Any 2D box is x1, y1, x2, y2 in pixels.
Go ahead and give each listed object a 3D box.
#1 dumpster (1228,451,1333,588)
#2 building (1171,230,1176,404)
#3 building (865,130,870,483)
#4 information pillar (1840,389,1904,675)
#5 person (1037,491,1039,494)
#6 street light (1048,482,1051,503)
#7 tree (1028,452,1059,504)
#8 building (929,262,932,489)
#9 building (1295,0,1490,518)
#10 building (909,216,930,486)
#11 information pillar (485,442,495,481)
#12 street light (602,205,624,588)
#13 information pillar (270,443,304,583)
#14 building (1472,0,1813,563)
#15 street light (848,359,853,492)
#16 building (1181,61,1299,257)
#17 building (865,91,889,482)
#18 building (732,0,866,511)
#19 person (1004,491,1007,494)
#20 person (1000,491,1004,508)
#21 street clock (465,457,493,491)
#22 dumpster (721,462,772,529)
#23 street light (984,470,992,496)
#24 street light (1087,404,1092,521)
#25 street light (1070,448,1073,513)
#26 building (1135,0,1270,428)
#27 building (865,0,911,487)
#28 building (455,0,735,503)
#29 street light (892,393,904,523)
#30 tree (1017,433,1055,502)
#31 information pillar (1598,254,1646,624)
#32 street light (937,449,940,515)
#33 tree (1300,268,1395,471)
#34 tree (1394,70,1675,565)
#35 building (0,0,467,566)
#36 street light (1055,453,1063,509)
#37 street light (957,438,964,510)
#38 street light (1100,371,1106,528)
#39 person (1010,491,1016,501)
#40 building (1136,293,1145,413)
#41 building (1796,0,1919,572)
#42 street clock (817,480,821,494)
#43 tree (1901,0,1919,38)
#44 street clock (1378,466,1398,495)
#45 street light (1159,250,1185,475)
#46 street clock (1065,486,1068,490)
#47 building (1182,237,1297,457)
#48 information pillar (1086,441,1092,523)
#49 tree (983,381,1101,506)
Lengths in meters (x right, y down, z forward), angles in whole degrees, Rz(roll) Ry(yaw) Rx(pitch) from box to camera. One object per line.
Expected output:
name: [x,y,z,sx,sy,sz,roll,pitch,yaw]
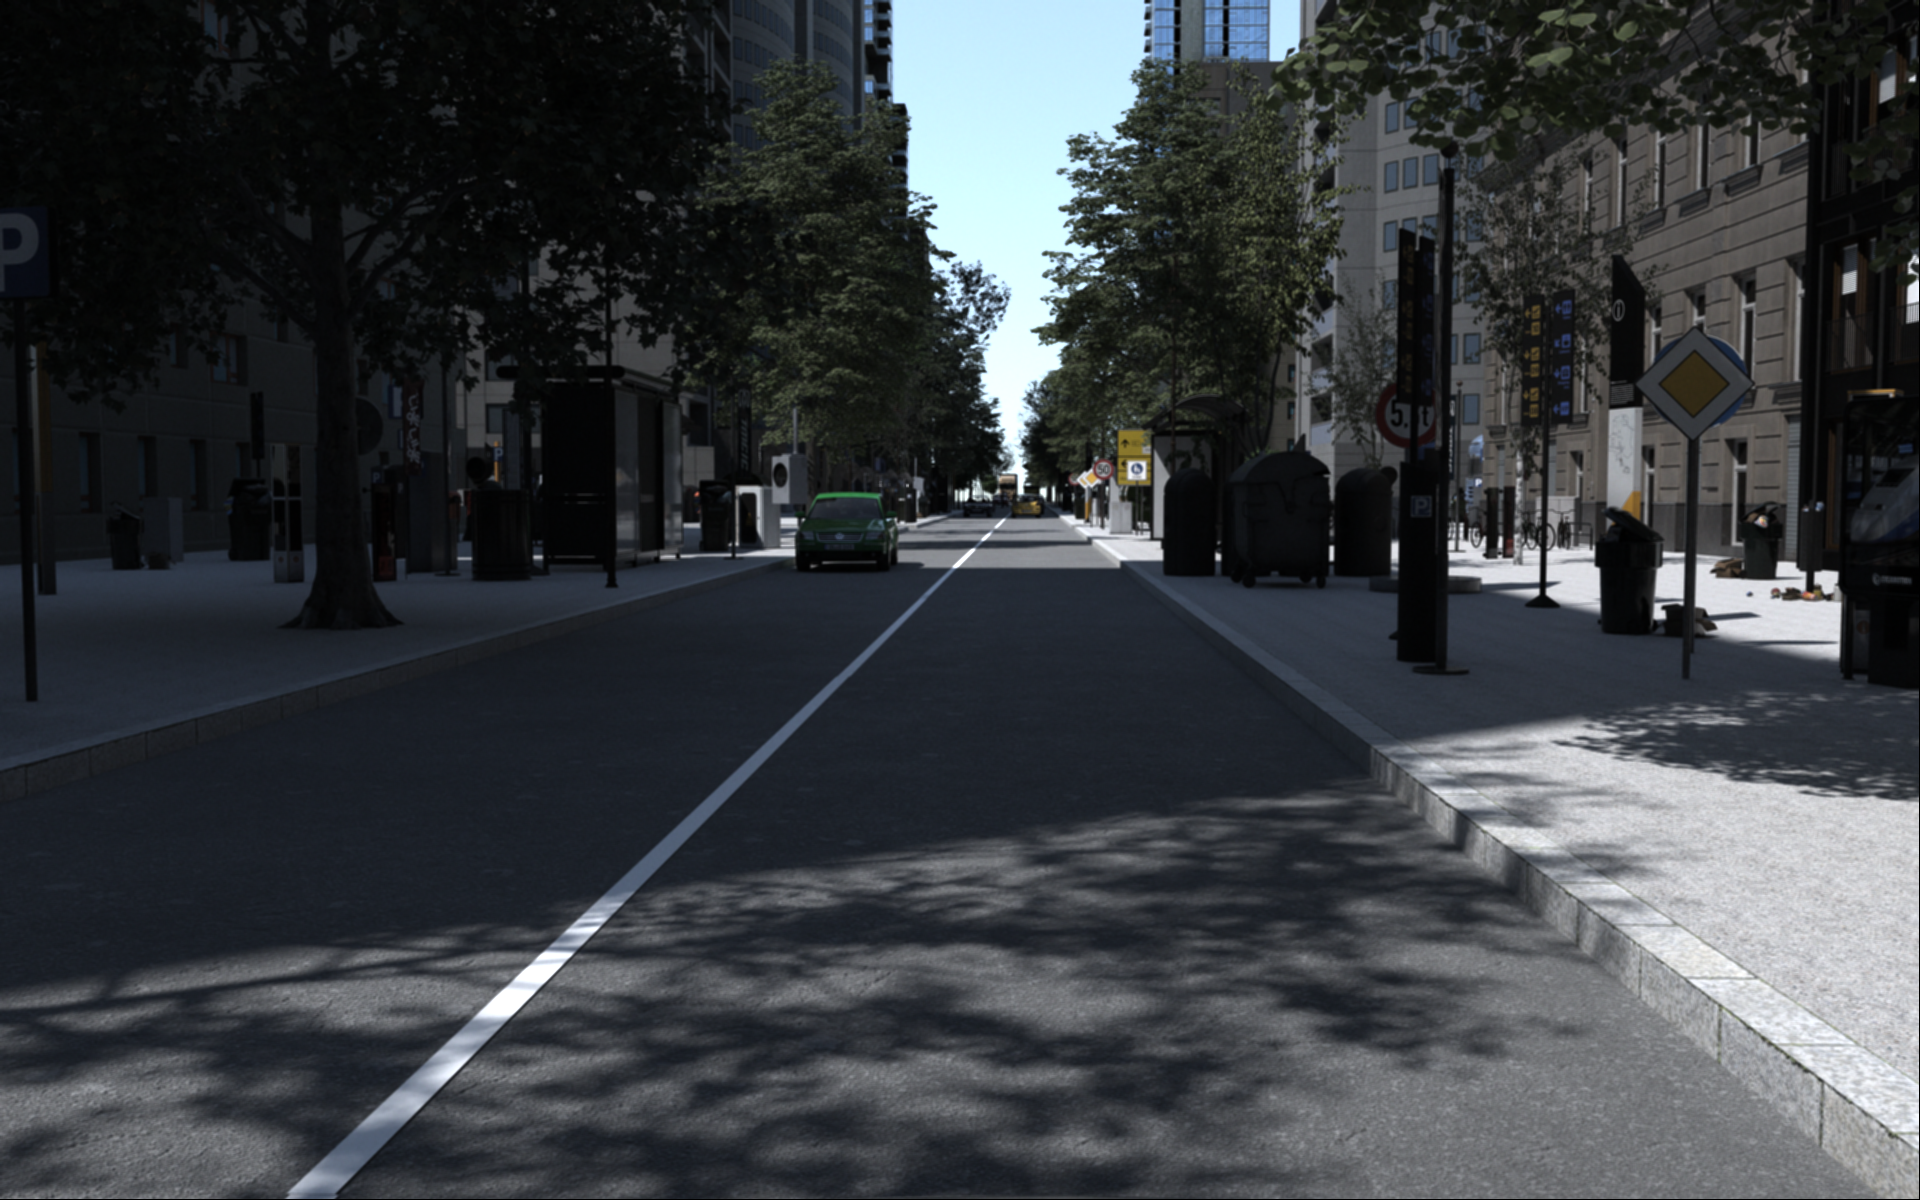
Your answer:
dumpster: [4.482,-1.132,24.261,1.264,1.857,1.865,0,4,2]
building: [29.050,-25.101,182.106,14.160,30.474,14.107,0,4,2]
building: [-17.273,-30.663,184.936,14.154,41.232,14.086,0,4,2]
information pillar: [6.506,-0.481,12.364,0.304,2.012,0.304,3,4,39]
person: [9.184,-11.894,202.976,0.705,1.824,1.348,-1,4,-16]
street light: [11.927,-15.412,224.767,0.468,5.910,1.993,0,4,2]
tree: [13.268,-18.383,234.978,8.767,10.594,7.601,-1,4,-17]
building: [-12.254,-37.495,296.628,14.154,41.232,14.086,0,4,2]
building: [33.743,-33.692,92.860,28.212,58.520,21.231,0,4,2]
building: [-12.268,-38.653,282.079,14.600,45.320,14.200,0,4,2]
information pillar: [-21.136,-5.296,77.943,0.504,3.616,0.183,-3,5,-42]
street light: [-4.787,-3.109,23.625,0.468,5.910,1.993,0,4,2]
information pillar: [-9.749,-1.261,25.112,0.304,2.012,0.304,2,4,25]
building: [21.474,-14.930,41.376,12.463,27.353,25.104,0,4,2]
street light: [-3.545,-5.077,55.797,0.468,5.910,1.993,0,4,2]
building: [28.223,-29.598,167.514,14.154,41.232,14.086,0,4,2]
building: [-19.836,-35.435,203.071,21.300,48.544,21.600,0,4,2]
building: [-20.709,-38.007,163.420,21.231,58.520,28.212,0,4,2]
person: [5.647,-12.597,214.327,0.709,1.838,0.599,1,4,22]
person: [4.253,-10.232,176.515,0.721,1.735,1.217,-1,4,-12]
street clock: [-9.291,-1.770,33.516,0.471,2.002,0.358,1,4,17]
dumpster: [-6.412,-3.012,51.736,1.502,2.255,1.985,0,4,2]
street light: [3.703,-16.003,234.431,0.468,5.910,1.993,0,4,2]
street light: [6.224,-6.794,83.878,0.468,5.910,1.993,0,4,2]
street light: [7.515,-8.790,116.508,0.468,5.910,1.993,0,4,2]
building: [36.056,-58.338,266.501,22.319,86.520,31.000,0,4,2]
building: [-17.648,-57.847,258.462,22.319,86.520,31.000,0,4,2]
building: [-21.693,-40.361,98.155,20.563,71.187,20.611,0,4,2]
street light: [-2.701,-6.286,75.561,0.468,5.910,1.993,0,4,2]
tree: [14.857,-23.639,293.151,9.857,13.997,8.962,0,3,0]
information pillar: [6.428,-1.554,16.762,0.183,3.616,0.504,-1,4,-9]
street light: [-1.362,-8.302,108.523,0.468,5.910,1.993,0,4,2]
tree: [13.130,-6.440,55.651,4.360,8.622,3.978,0,3,0]
tree: [10.297,-4.929,30.949,4.360,8.622,3.978,0,3,0]
building: [-31.127,-12.097,42.829,28.899,21.520,27.650,0,4,2]
street light: [9.292,-11.477,160.429,0.468,5.910,1.993,0,4,2]
street light: [-0.073,-10.269,140.693,0.468,5.910,1.993,0,4,2]
street light: [5.365,-5.647,65.109,0.468,5.910,1.993,0,4,2]
person: [6.347,-11.757,201.443,1.217,1.735,0.721,-1,4,-13]
building: [42.631,-36.895,295.116,32.217,40.220,23.993,0,4,2]
building: [20.269,-11.706,21.069,12.332,23.373,15.834,0,4,2]
street clock: [-7.561,-5.286,90.997,0.471,2.002,0.358,-1,4,-16]
tree: [10.783,-3.961,15.117,4.360,8.622,3.978,0,3,0]
street clock: [11.145,-2.485,45.204,0.471,2.002,0.358,0,4,-3]
street light: [4.058,-3.677,32.907,0.468,5.910,1.993,0,4,2]
street clock: [9.170,-8.727,147.254,0.471,2.002,0.358,-1,4,-12]
building: [31.096,-17.468,130.636,27.650,21.520,28.899,0,4,2]
information pillar: [5.745,-5.253,77.235,0.183,3.616,0.504,2,4,32]
tree: [10.314,-16.515,180.397,12.009,13.543,11.850,0,3,0]
